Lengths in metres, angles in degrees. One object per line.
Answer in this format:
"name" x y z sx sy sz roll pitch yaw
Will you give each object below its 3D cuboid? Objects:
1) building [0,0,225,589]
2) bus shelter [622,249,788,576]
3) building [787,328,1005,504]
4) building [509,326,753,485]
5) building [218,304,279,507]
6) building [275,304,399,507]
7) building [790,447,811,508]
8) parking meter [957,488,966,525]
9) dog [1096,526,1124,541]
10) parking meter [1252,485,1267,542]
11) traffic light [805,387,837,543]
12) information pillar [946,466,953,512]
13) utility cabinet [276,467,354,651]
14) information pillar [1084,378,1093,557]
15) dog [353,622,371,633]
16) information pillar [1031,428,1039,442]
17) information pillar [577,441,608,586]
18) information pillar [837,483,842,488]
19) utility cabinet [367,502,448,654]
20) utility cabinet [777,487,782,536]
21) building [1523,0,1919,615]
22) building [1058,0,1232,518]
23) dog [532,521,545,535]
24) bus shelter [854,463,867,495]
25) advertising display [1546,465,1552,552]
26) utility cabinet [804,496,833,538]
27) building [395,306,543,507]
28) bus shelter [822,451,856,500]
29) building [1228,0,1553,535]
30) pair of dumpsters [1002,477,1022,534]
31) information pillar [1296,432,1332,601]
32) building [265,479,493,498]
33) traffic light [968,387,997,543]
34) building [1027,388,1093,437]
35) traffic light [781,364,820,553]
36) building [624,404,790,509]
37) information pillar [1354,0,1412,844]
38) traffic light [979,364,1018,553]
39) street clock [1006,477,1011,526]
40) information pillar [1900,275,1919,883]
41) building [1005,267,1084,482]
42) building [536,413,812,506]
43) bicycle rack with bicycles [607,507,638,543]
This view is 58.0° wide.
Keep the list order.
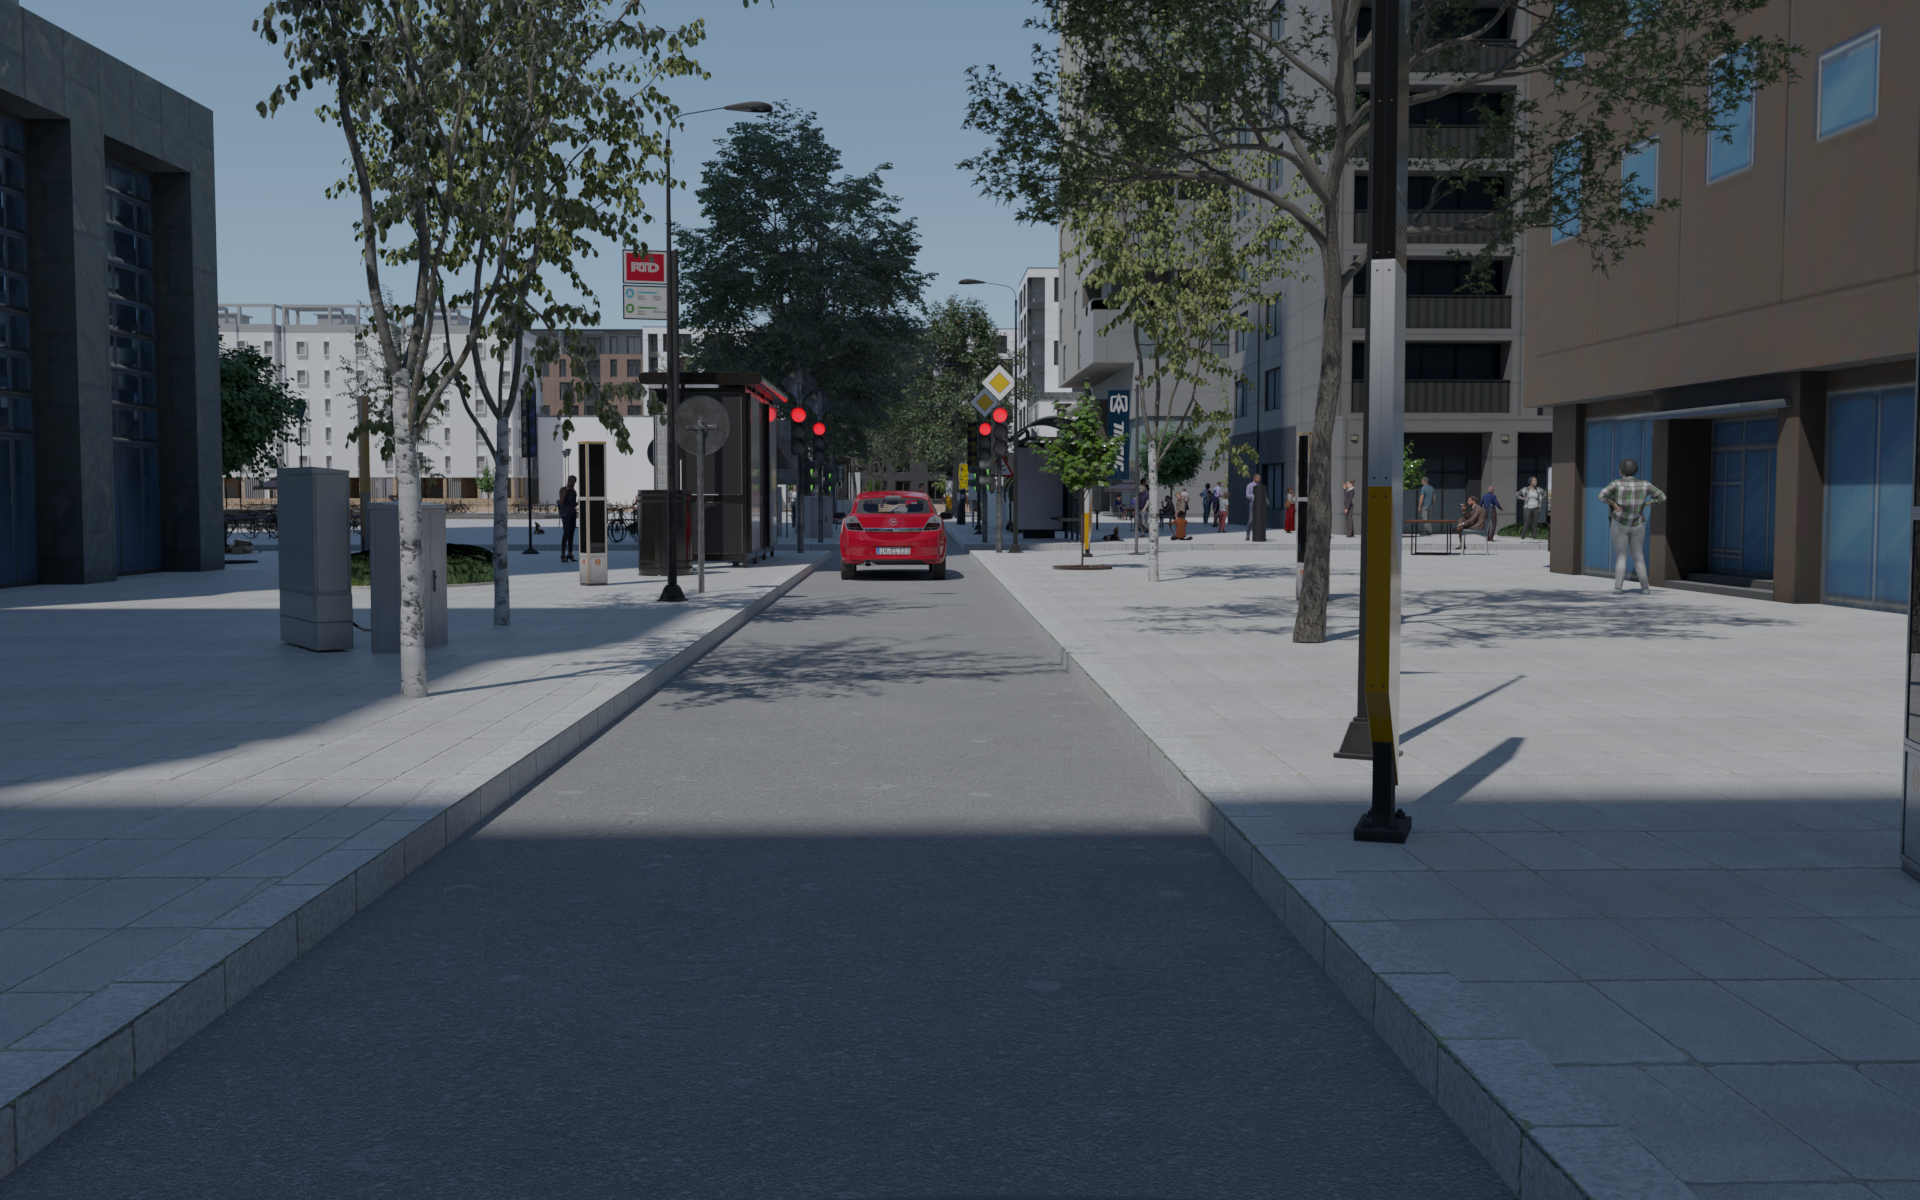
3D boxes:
"building" -27.745 -42.978 15.368 31.000 86.520 22.319 0 4 -1
"bus shelter" -4.512 -3.277 31.209 2.179 5.291 8.768 0 4 -1
"building" -7.617 -23.439 227.207 32.646 21.610 27.936 0 4 -1
"building" -41.105 -23.299 224.917 32.646 21.610 27.936 0 4 -1
"building" -73.028 -19.693 178.401 11.380 20.091 16.016 0 4 -1
"building" -61.666 -19.745 179.252 11.380 20.091 16.016 0 4 -1
"building" -19.761 -13.530 163.364 9.099 9.664 28.070 0 4 -1
"parking meter" 0.047 -3.900 72.179 0.372 1.533 0.369 0 3 0
"dog" 4.112 -1.820 47.497 0.748 0.427 0.550 1 4 14
"parking meter" 8.039 -2.331 46.518 0.372 1.533 0.369 0 3 0
"traffic light" -3.665 -3.465 45.576 0.839 4.253 0.868 0 4 -1
"information pillar" -0.589 -6.946 104.921 0.504 3.616 0.183 0 4 6
"utility cabinet" -5.390 -0.355 14.481 0.318 1.500 1.173 -2 4 -35
"information pillar" 2.616 -2.686 35.278 0.183 3.616 0.504 1 4 13
"dog" -5.758 0.112 15.898 0.748 0.427 0.550 -1 4 -12
"information pillar" 2.682 -4.297 61.617 0.183 3.616 0.504 -2 4 -33
"information pillar" -5.136 -1.207 24.224 0.304 2.012 0.304 -3 4 -36
"information pillar" -6.460 -5.327 91.588 0.304 2.012 0.304 -3 4 -36
"utility cabinet" -4.566 -0.198 14.393 0.306 1.237 1.020 0 4 3
"utility cabinet" -5.819 -2.671 52.355 0.318 1.500 1.173 -3 4 -37
"building" 16.370 -22.651 20.455 14.600 45.320 14.200 0 4 -1
"building" 20.555 -31.659 106.870 28.713 52.752 27.495 0 4 -1
"dog" -13.476 -2.287 55.121 0.550 0.427 0.748 0 4 4
"bus shelter" -6.960 -7.074 109.584 2.014 3.302 5.546 0 4 -1
"advertising display" 13.411 -2.023 38.293 0.123 1.923 0.974 -3 4 -37
"utility cabinet" -4.128 -2.411 50.589 0.306 1.237 1.020 2 4 34
"building" -50.218 -19.812 180.348 11.380 20.091 16.016 0 4 -1
"bus shelter" -7.272 -7.521 100.608 2.179 5.291 8.768 0 4 -1
"building" 21.911 -38.164 62.233 20.611 71.187 20.563 0 4 -1
"pair of dumpsters" 2.263 -3.409 58.223 1.574 2.255 4.437 0 4 -1
"information pillar" 4.233 -0.994 20.739 0.304 2.012 0.304 -1 4 -18
"building" -71.457 -16.657 214.494 28.070 9.664 9.099 0 4 -1
"traffic light" 0.635 -3.473 45.702 0.839 4.253 0.868 0 4 -1
"building" 10.928 -12.265 142.683 9.099 9.664 28.070 0 4 -1
"traffic light" -3.460 -2.977 37.594 0.839 4.253 0.868 0 4 -1
"building" -19.029 -11.790 134.914 9.099 9.664 28.070 0 4 -1
"information pillar" 1.570 -0.917 6.348 0.183 3.616 0.504 1 4 19
"traffic light" 0.839 -2.985 37.719 0.839 4.253 0.868 0 4 -1
"street clock" 1.987 -3.892 68.208 0.358 2.002 0.471 1 4 19
"information pillar" 3.317 -0.073 5.678 0.304 2.012 0.304 1 4 14
"building" 19.607 -20.117 172.882 27.936 21.610 32.646 0 4 -1
"building" -29.883 -14.799 184.117 28.070 9.664 9.099 0 4 -1
"bicycle rack with bicycles" -8.516 -1.980 45.759 2.852 0.926 2.925 3 4 38
